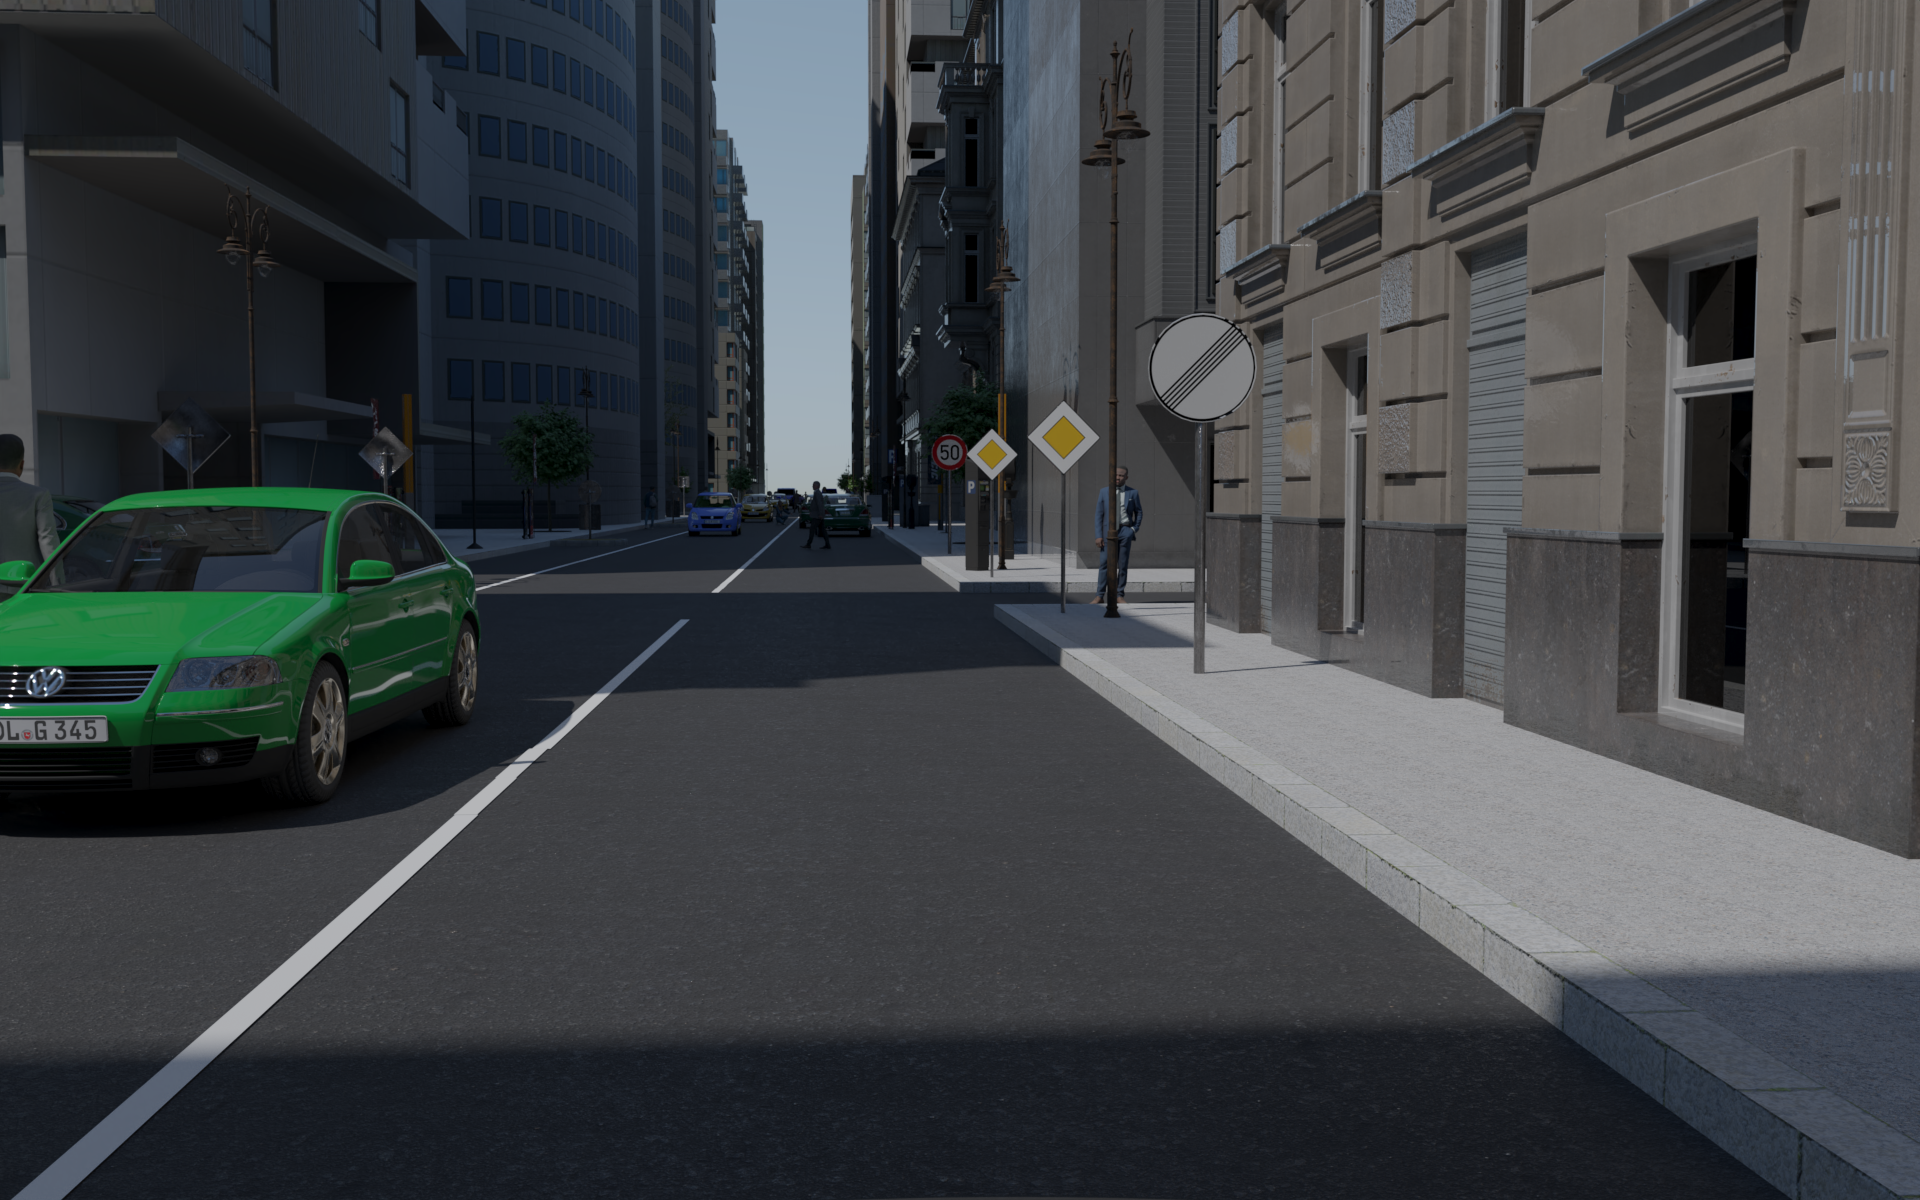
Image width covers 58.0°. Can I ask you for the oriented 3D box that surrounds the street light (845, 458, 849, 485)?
[{"bbox_3d":[-14.391,-15.356,223.852,0.468,5.910,1.993,0,4,-4],"label":"street light"}]

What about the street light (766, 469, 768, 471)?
[{"bbox_3d":[-28.639,-17.383,256.993,0.468,5.910,1.993,0,4,-4],"label":"street light"}]

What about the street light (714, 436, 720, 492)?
[{"bbox_3d":[-19.364,-10.132,138.447,0.468,5.910,1.993,0,4,-4],"label":"street light"}]

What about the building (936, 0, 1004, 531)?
[{"bbox_3d":[6.430,-15.036,64.925,14.460,24.649,34.723,0,4,-4],"label":"building"}]

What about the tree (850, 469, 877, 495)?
[{"bbox_3d":[-6.415,-7.879,123.431,1.663,3.219,1.824,0,3,0],"label":"tree"}]

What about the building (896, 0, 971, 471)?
[{"bbox_3d":[9.451,-32.501,120.635,28.713,52.752,27.495,0,4,-4],"label":"building"}]

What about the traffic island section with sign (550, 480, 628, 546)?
[{"bbox_3d":[-10.380,-2.445,48.605,1.989,1.847,2.006,0,4,-4],"label":"traffic island section with sign"}]

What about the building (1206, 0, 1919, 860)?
[{"bbox_3d":[9.015,-12.695,4.830,12.463,27.353,25.104,0,4,-4],"label":"building"}]

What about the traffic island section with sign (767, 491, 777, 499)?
[{"bbox_3d":[-24.816,-13.806,234.350,1.989,1.847,2.006,0,4,-4],"label":"traffic island section with sign"}]

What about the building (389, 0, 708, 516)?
[{"bbox_3d":[-30.288,-35.807,127.441,21.231,58.520,28.212,0,4,-4],"label":"building"}]

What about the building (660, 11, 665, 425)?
[{"bbox_3d":[-26.029,-27.941,106.944,14.600,45.320,14.200,0,4,-4],"label":"building"}]

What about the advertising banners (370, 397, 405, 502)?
[{"bbox_3d":[-10.709,-2.215,32.401,0.090,3.025,2.074,0,4,-3],"label":"advertising banners"}]

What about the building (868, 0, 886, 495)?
[{"bbox_3d":[1.911,-37.941,162.341,21.231,58.520,28.212,0,4,-4],"label":"building"}]

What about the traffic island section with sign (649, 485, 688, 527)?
[{"bbox_3d":[-12.466,-4.089,75.480,1.989,1.847,2.006,0,4,-4],"label":"traffic island section with sign"}]

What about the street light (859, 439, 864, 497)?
[{"bbox_3d":[-8.086,-10.346,141.947,0.468,5.910,1.993,0,4,-4],"label":"street light"}]

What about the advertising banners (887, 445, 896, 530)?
[{"bbox_3d":[-2.476,-4.070,62.734,0.090,3.025,2.074,-1,4,-9],"label":"advertising banners"}]

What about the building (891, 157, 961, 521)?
[{"bbox_3d":[1.997,-13.902,91.925,10.561,19.102,19.286,0,4,-4],"label":"building"}]

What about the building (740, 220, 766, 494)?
[{"bbox_3d":[-35.628,-34.696,250.865,14.154,41.232,14.086,0,4,-4],"label":"building"}]

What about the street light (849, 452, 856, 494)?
[{"bbox_3d":[-11.569,-13.183,188.321,0.468,5.910,1.993,0,4,-4],"label":"street light"}]

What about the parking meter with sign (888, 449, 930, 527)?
[{"bbox_3d":[-1.971,-4.381,67.882,1.738,3.016,0.543,-3,5,-40],"label":"parking meter with sign"}]

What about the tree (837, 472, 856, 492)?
[{"bbox_3d":[-14.719,-14.997,228.915,4.285,4.588,4.351,0,3,0],"label":"tree"}]

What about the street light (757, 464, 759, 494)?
[{"bbox_3d":[-25.718,-15.162,220.684,0.468,5.910,1.993,0,4,-4],"label":"street light"}]

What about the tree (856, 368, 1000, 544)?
[{"bbox_3d":[0.448,-3.730,44.705,4.285,4.588,4.351,0,3,0],"label":"tree"}]

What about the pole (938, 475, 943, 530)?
[{"bbox_3d":[-0.686,-4.106,60.981,0.158,3.312,0.155,0,3,0],"label":"pole"}]

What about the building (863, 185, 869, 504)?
[{"bbox_3d":[-5.978,-33.546,232.069,14.154,41.232,14.086,0,4,-4],"label":"building"}]

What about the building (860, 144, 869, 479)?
[{"bbox_3d":[-0.126,-36.109,209.988,23.786,49.044,30.456,0,4,-4],"label":"building"}]

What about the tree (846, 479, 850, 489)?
[{"bbox_3d":[-12.445,-12.430,197.837,1.663,3.219,1.824,0,3,0],"label":"tree"}]

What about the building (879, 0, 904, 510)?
[{"bbox_3d":[0.662,-30.049,141.417,14.600,45.320,14.200,0,4,-4],"label":"building"}]

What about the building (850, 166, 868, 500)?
[{"bbox_3d":[-4.914,-38.313,250.120,21.300,48.544,21.600,0,4,-4],"label":"building"}]

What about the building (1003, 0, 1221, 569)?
[{"bbox_3d":[16.438,-13.226,35.317,30.058,24.678,14.314,0,4,-4],"label":"building"}]

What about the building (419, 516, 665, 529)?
[{"bbox_3d":[-24.650,-32.495,73.290,21.231,58.520,28.212,0,4,-4],"label":"building"}]

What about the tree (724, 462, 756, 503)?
[{"bbox_3d":[-22.534,-11.862,177.656,4.285,4.588,4.351,0,3,0],"label":"tree"}]

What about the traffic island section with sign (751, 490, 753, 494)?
[{"bbox_3d":[-18.466,-8.806,152.602,1.989,1.847,2.006,0,4,-4],"label":"traffic island section with sign"}]

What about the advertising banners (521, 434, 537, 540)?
[{"bbox_3d":[-12.341,-3.274,49.715,0.090,3.025,2.074,0,4,-2],"label":"advertising banners"}]

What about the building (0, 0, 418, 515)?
[{"bbox_3d":[-26.738,-27.411,37.410,28.713,52.752,27.495,0,4,-4],"label":"building"}]

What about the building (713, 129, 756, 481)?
[{"bbox_3d":[-39.306,-37.213,228.045,23.786,49.044,30.456,0,4,-4],"label":"building"}]

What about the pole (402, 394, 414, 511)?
[{"bbox_3d":[-11.293,-2.545,35.449,0.158,3.312,0.155,0,3,0],"label":"pole"}]

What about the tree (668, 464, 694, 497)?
[{"bbox_3d":[-17.425,-7.023,109.427,1.663,3.219,1.824,0,3,0],"label":"tree"}]

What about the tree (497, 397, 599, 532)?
[{"bbox_3d":[-13.969,-4.591,58.784,4.285,4.588,4.351,0,3,0],"label":"tree"}]

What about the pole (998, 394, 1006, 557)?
[{"bbox_3d":[0.860,-2.541,35.394,0.158,3.312,0.155,0,3,0],"label":"pole"}]

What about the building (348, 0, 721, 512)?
[{"bbox_3d":[-35.932,-34.633,155.491,28.713,52.752,27.495,0,4,-4],"label":"building"}]

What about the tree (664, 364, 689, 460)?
[{"bbox_3d":[-16.660,-8.779,93.894,4.360,8.622,3.978,0,3,0],"label":"tree"}]

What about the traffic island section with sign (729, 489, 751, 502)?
[{"bbox_3d":[-16.335,-7.138,125.337,1.989,1.847,2.006,0,4,-4],"label":"traffic island section with sign"}]

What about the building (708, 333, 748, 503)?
[{"bbox_3d":[-38.970,-21.661,199.200,27.650,21.520,28.899,0,4,-4],"label":"building"}]
